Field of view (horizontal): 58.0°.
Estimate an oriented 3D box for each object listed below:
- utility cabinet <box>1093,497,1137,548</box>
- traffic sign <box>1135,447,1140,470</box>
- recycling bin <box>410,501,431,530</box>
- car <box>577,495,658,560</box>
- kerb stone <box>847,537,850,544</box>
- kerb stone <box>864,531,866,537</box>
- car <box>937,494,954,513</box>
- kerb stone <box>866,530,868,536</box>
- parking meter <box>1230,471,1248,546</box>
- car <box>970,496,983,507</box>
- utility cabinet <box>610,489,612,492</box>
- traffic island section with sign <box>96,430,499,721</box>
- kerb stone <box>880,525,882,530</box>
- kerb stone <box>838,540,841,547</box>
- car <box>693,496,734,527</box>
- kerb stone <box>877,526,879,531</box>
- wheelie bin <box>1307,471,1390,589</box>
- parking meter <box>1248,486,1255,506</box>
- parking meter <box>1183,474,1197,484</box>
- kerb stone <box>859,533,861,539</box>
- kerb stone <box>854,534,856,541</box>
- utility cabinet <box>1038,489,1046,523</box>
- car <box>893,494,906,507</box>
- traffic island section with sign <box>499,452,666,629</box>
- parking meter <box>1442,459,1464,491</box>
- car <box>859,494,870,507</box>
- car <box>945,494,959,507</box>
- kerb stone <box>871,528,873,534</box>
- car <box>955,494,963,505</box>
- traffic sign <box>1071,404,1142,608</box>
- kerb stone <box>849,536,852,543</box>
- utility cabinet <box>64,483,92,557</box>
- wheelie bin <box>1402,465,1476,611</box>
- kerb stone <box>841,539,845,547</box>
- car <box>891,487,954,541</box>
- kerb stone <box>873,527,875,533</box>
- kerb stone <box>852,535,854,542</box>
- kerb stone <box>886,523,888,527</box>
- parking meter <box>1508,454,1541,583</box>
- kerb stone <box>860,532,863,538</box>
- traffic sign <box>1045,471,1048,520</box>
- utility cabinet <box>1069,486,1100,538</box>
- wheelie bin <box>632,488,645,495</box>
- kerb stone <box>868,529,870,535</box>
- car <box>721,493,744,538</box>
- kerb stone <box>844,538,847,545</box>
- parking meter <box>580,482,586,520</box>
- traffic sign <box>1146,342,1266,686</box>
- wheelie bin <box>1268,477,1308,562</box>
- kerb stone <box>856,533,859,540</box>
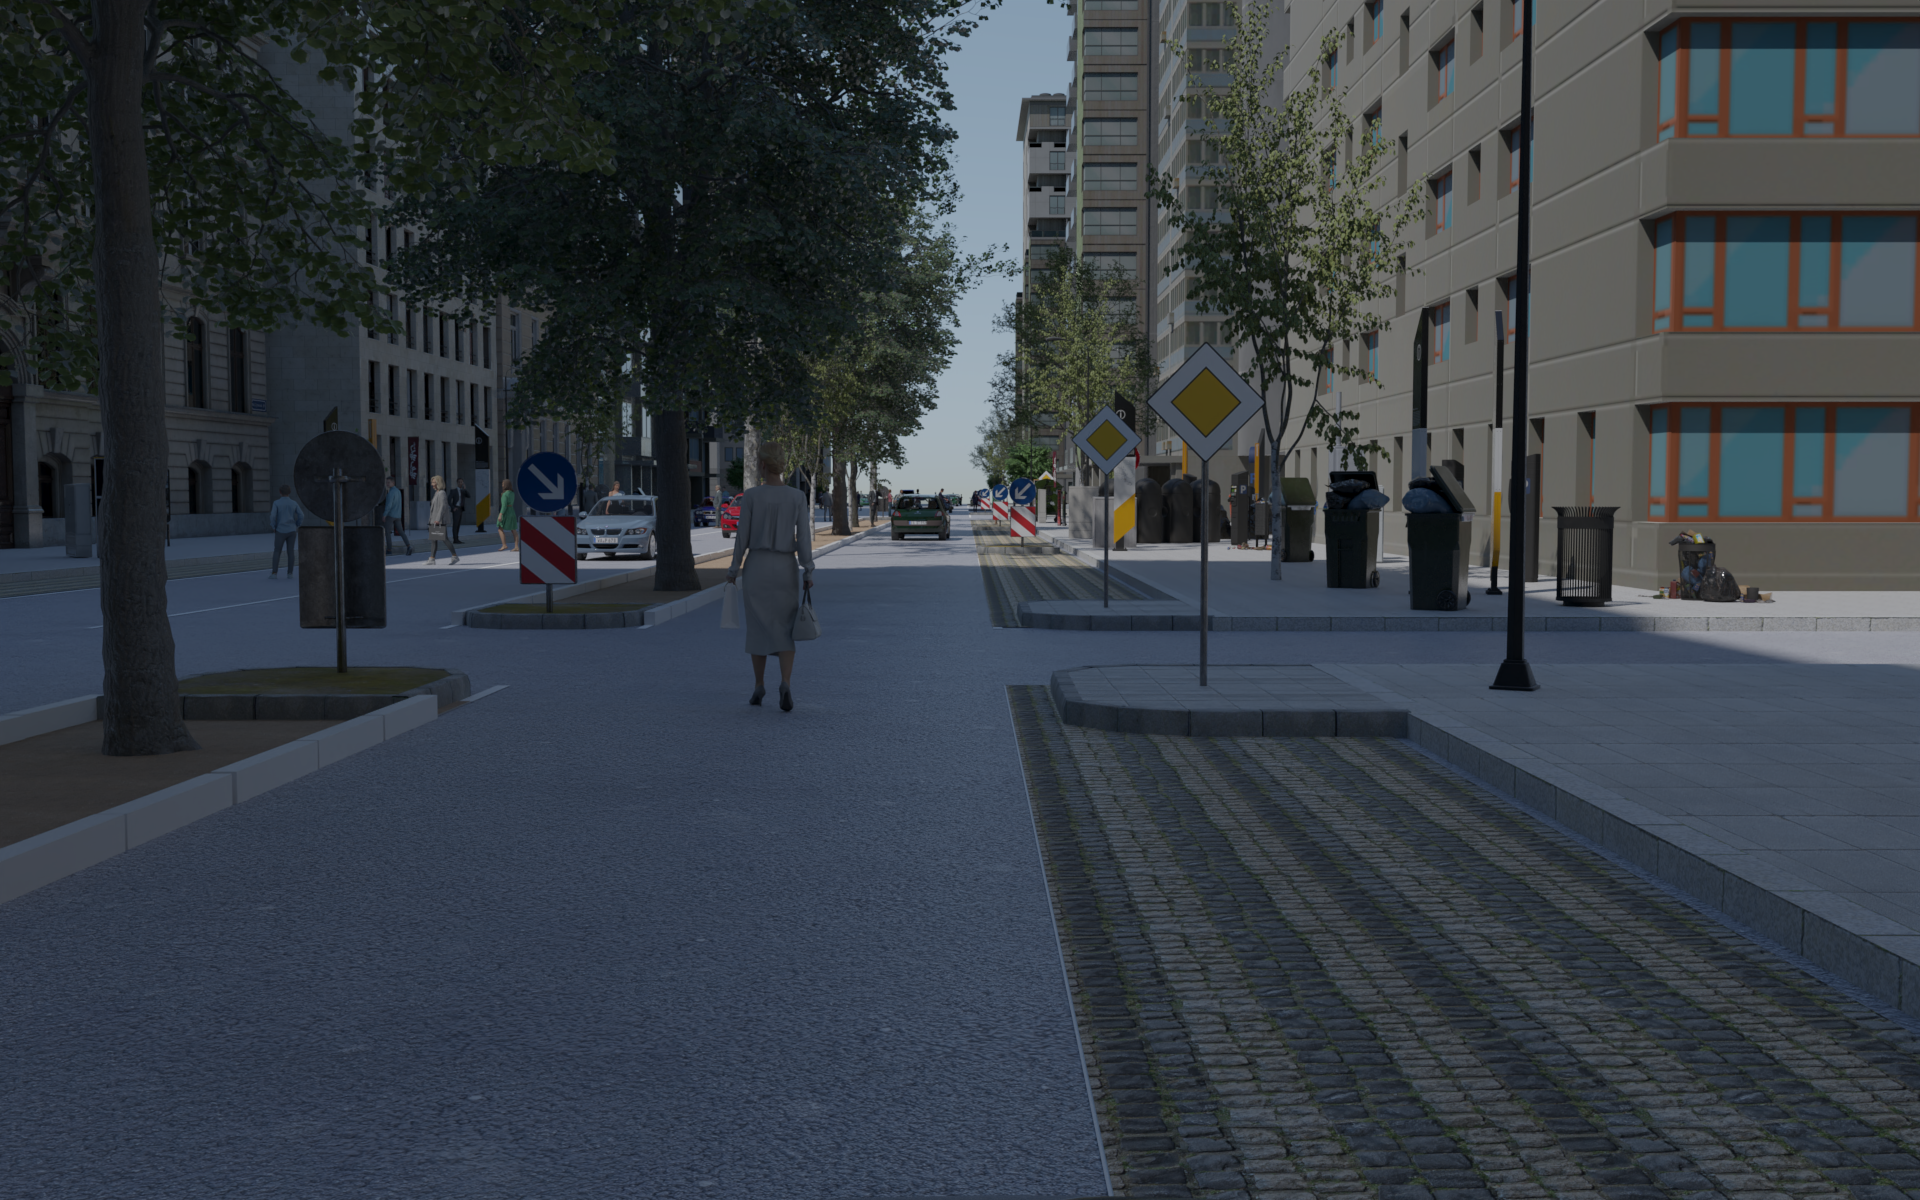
[{"bbox_3d":[3.700,-1.851,41.426,1.020,1.237,0.306,-1,4,-10],"label":"utility cabinet"},{"bbox_3d":[4.120,-2.642,43.305,0.768,2.556,0.104,0,4,6],"label":"traffic sign"},{"bbox_3d":[-19.136,-3.008,61.734,0.722,1.027,0.722,-3,4,-38],"label":"recycling bin"},{"bbox_3d":[-7.454,-1.652,39.020,2.014,1.417,4.499,0,4,2],"label":"car"},{"bbox_3d":[-3.290,-1.644,49.068,0.120,0.150,1.000,0,4,0],"label":"kerb stone"},{"bbox_3d":[-3.265,-2.136,57.272,0.120,0.150,1.000,0,4,0],"label":"kerb stone"},{"bbox_3d":[-1.463,-7.379,132.649,2.014,1.417,4.499,0,4,1],"label":"car"},{"bbox_3d":[-3.266,-2.208,58.303,0.120,0.150,1.000,0,4,0],"label":"kerb stone"},{"bbox_3d":[6.948,-2.286,43.090,0.399,1.863,0.255,-2,4,-30],"label":"parking meter"},{"bbox_3d":[2.044,-11.440,196.829,2.009,1.686,4.222,0,4,2],"label":"car"},{"bbox_3d":[-16.084,-4.361,79.982,0.318,1.500,1.173,-1,4,-22],"label":"utility cabinet"},{"bbox_3d":[-4.460,-0.227,11.856,2.006,1.907,1.989,0,4,0],"label":"traffic island section with sign"},{"bbox_3d":[-3.232,-2.771,67.518,0.120,0.150,1.000,0,4,0],"label":"kerb stone"},{"bbox_3d":[-3.310,-1.455,45.987,0.120,0.150,1.000,0,4,0],"label":"kerb stone"},{"bbox_3d":[-10.784,-3.941,77.021,1.945,1.354,3.894,0,4,0],"label":"car"},{"bbox_3d":[-3.248,-2.647,65.467,0.120,0.150,1.000,0,4,0],"label":"kerb stone"},{"bbox_3d":[5.383,-0.965,23.679,0.980,1.594,0.693,2,4,31],"label":"wheelie bin"},{"bbox_3d":[8.809,-2.717,52.829,0.372,1.533,0.369,0,3,0],"label":"parking meter"},{"bbox_3d":[6.545,-2.667,49.317,0.255,1.863,0.399,-2,4,-31],"label":"parking meter"},{"bbox_3d":[-3.276,-1.954,54.206,0.120,0.150,1.000,0,4,0],"label":"kerb stone"},{"bbox_3d":[-3.288,-1.832,52.148,0.120,0.150,1.000,0,4,0],"label":"kerb stone"},{"bbox_3d":[3.635,-4.152,76.570,0.318,1.500,1.173,0,4,0],"label":"utility cabinet"},{"bbox_3d":[-6.684,-11.351,195.380,2.009,1.686,4.222,0,4,-1],"label":"car"},{"bbox_3d":[-4.429,-0.681,19.263,2.006,1.907,1.989,0,4,0],"label":"traffic island section with sign"},{"bbox_3d":[8.381,-1.454,29.483,0.255,1.863,0.399,3,5,42],"label":"parking meter"},{"bbox_3d":[-10.009,-10.775,187.967,2.131,1.459,4.920,0,4,1],"label":"car"},{"bbox_3d":[-1.112,-11.487,199.612,2.131,1.459,4.920,0,4,-2],"label":"car"},{"bbox_3d":[-3.252,-2.388,61.379,0.120,0.150,1.000,0,4,0],"label":"kerb stone"},{"bbox_3d":[-0.693,-12.631,218.316,2.131,1.459,4.920,0,4,-1],"label":"car"},{"bbox_3d":[1.647,-0.970,19.509,0.795,2.450,0.064,0,4,0],"label":"traffic sign"},{"bbox_3d":[-3.293,-1.705,50.096,0.120,0.150,1.000,0,4,0],"label":"kerb stone"},{"bbox_3d":[-17.894,-1.616,35.106,0.318,1.500,1.173,-3,4,-36],"label":"utility cabinet"},{"bbox_3d":[5.304,-0.693,19.237,0.693,1.594,0.980,2,4,30],"label":"wheelie bin"},{"bbox_3d":[-3.292,-1.518,47.017,0.120,0.150,1.000,0,4,0],"label":"kerb stone"},{"bbox_3d":[-1.217,-2.741,54.598,2.009,1.686,4.222,0,4,2],"label":"car"},{"bbox_3d":[-3.255,-2.459,62.401,0.120,0.150,1.000,0,4,0],"label":"kerb stone"},{"bbox_3d":[-3.285,-1.766,51.126,0.120,0.150,1.000,0,4,0],"label":"kerb stone"},{"bbox_3d":[-3.221,-3.085,72.643,0.120,0.150,1.000,0,4,0],"label":"kerb stone"},{"bbox_3d":[8.212,-1.193,25.223,0.399,1.863,0.255,3,4,37],"label":"parking meter"},{"bbox_3d":[-3.267,-2.020,55.228,0.120,0.150,1.000,0,4,0],"label":"kerb stone"},{"bbox_3d":[4.271,-5.170,85.714,0.795,2.450,0.064,1,4,9],"label":"traffic sign"},{"bbox_3d":[3.705,-2.490,49.391,1.173,1.500,0.318,1,4,13],"label":"utility cabinet"},{"bbox_3d":[-16.237,-4.874,87.597,0.693,1.594,0.980,0,4,1],"label":"wheelie bin"},{"bbox_3d":[-3.270,-2.271,59.332,0.120,0.150,1.000,0,4,0],"label":"kerb stone"},{"bbox_3d":[-6.802,-2.979,57.746,2.155,1.783,4.494,0,4,2],"label":"car"},{"bbox_3d":[-3.298,-1.581,48.046,0.120,0.150,1.000,0,4,0],"label":"kerb stone"},{"bbox_3d":[-18.710,-4.929,86.306,0.399,1.863,0.255,-2,4,-34],"label":"parking meter"},{"bbox_3d":[1.625,-0.482,11.524,0.795,2.450,0.064,0,4,0],"label":"traffic sign"},{"bbox_3d":[6.259,-1.518,32.735,0.980,1.594,0.693,-1,4,-18],"label":"wheelie bin"},{"bbox_3d":[-3.278,-1.894,53.178,0.120,0.150,1.000,0,4,0],"label":"kerb stone"}]
